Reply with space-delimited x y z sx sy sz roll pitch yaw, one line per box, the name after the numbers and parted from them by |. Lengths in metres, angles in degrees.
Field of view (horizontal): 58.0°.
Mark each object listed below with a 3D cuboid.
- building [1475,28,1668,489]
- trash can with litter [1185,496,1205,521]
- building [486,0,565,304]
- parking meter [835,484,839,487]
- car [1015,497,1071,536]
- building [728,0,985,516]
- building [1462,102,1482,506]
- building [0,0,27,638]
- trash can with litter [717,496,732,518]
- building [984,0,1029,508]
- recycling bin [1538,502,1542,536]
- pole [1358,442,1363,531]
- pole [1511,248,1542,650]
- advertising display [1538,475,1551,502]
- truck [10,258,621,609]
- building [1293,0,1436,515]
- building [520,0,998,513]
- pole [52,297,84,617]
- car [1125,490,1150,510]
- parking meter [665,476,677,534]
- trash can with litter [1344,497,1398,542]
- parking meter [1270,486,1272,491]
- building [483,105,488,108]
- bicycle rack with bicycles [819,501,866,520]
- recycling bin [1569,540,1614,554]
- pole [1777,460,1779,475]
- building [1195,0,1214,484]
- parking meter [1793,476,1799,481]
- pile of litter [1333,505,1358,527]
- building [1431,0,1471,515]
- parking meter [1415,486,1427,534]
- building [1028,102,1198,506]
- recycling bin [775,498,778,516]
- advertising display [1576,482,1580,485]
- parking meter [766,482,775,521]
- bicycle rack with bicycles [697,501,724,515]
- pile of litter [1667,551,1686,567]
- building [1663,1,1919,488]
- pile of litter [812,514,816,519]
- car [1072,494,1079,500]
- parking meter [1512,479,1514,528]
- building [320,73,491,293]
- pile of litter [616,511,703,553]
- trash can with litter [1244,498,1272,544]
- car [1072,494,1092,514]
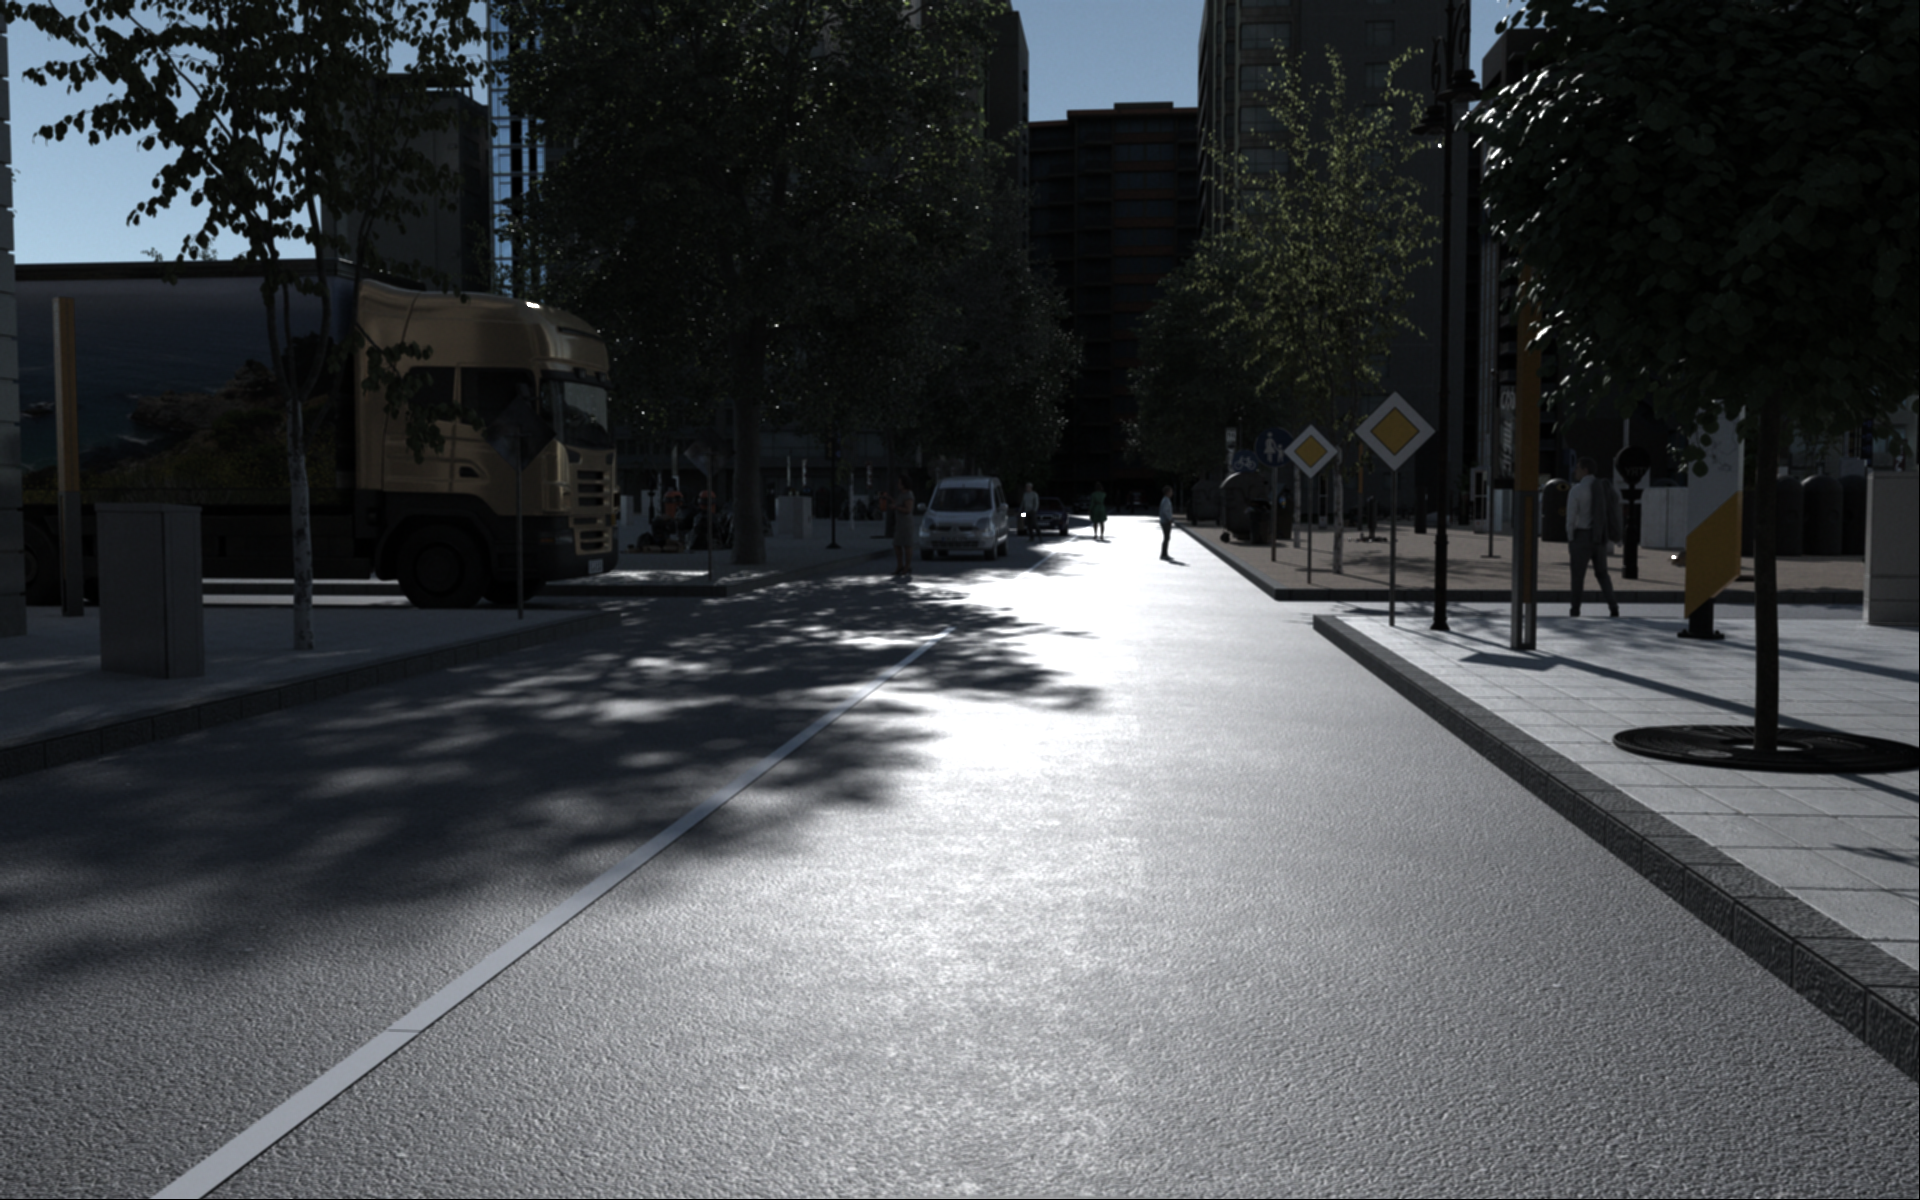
56.932 -31.266 161.313 14.200 45.320 14.600 0 4 6 | building
11.149 -4.298 81.658 1.055 1.170 0.624 2 4 27 | trash can with litter
-30.982 -52.062 163.886 31.000 86.520 22.319 0 4 6 | building
-7.143 -5.728 99.368 0.399 1.863 0.255 -1 4 -11 | parking meter
2.903 -2.932 60.512 1.945 1.354 3.894 0 4 4 | car
-6.005 -25.957 107.997 14.154 41.232 14.086 0 4 6 | building
62.983 -32.884 192.283 28.867 44.769 22.147 0 4 6 | building
-23.685 -14.281 10.989 29.804 29.767 11.434 0 4 6 | building
-12.458 -5.043 93.505 2.233 1.210 1.678 2 4 25 | trash can with litter
-4.692 -33.024 163.636 21.600 48.544 21.300 0 4 6 | building
17.930 -2.525 53.830 0.722 1.027 0.722 3 5 43 | recycling bin
14.056 -4.093 60.769 0.158 3.312 0.155 0 3 0 | pole
4.664 -1.248 14.242 0.158 3.312 0.155 0 3 0 | pole
20.040 -3.343 59.872 0.974 1.923 0.123 -2 4 -32 | advertising display
-9.442 -2.029 22.092 11.283 4.237 2.839 0 4 7 | truck
26.133 -27.136 127.265 14.154 41.232 14.086 0 4 6 | building
-13.294 -26.665 127.856 32.217 40.220 23.993 0 4 6 | building
-9.314 -1.483 18.085 0.158 3.312 0.155 0 3 0 | pole
16.322 -9.229 159.561 2.281 1.827 5.304 0 4 6 | car
-9.235 -3.040 55.422 0.399 1.863 0.255 -1 4 -8 | parking meter
10.998 -2.193 46.906 1.678 1.210 2.233 1 4 22 | trash can with litter
9.244 -2.584 50.651 0.372 1.533 0.369 0 3 0 | parking meter
-54.525 -33.610 199.642 14.200 45.320 14.600 0 4 6 | building
-6.047 -4.562 87.968 2.852 0.926 2.925 0 4 0 | bicycle rack with bicycles
13.576 -1.509 37.227 0.722 1.027 0.722 0 4 -5 | recycling bin
23.044 -3.375 49.025 0.158 3.312 0.155 0 3 0 | pole
32.816 -32.724 158.745 21.300 48.544 21.600 0 4 6 | building
27.673 -3.176 57.637 0.255 1.863 0.399 -1 4 -9 | parking meter
15.192 -3.295 67.846 1.176 0.858 1.719 2 4 23 | pile of litter
24.911 -26.279 113.257 14.154 41.232 14.086 0 4 6 | building
15.003 -2.934 56.380 0.372 1.533 0.369 0 3 0 | parking meter
19.991 -33.154 196.690 28.867 44.769 22.147 0 4 6 | building
-10.146 -5.328 99.672 0.722 1.027 0.722 -3 5 -40 | recycling bin
33.806 -5.495 95.063 0.974 1.923 0.123 2 4 34 | advertising display
-9.097 -4.740 83.212 0.399 1.863 0.255 -3 5 -40 | parking meter
-13.720 -5.070 96.275 2.925 0.926 2.852 2 4 29 | bicycle rack with bicycles
13.206 -1.037 30.917 1.719 0.858 1.176 -3 5 -42 | pile of litter
78.630 -32.673 153.812 30.456 49.044 23.786 0 4 6 | building
-8.163 -4.685 90.563 1.719 0.858 1.176 -1 4 -22 | pile of litter
10.261 -8.094 142.561 2.015 1.641 3.980 0 4 5 | car
20.923 -3.631 65.076 0.255 1.863 0.399 3 4 36 | parking meter
-53.413 -29.846 171.571 14.086 41.232 14.154 0 4 6 | building
-6.517 -1.456 37.772 1.719 0.858 1.176 1 4 15 | pile of litter
7.670 -2.005 44.171 0.624 1.170 1.055 2 4 25 | trash can with litter
9.028 -6.981 123.923 2.009 1.686 4.222 0 4 7 | car
